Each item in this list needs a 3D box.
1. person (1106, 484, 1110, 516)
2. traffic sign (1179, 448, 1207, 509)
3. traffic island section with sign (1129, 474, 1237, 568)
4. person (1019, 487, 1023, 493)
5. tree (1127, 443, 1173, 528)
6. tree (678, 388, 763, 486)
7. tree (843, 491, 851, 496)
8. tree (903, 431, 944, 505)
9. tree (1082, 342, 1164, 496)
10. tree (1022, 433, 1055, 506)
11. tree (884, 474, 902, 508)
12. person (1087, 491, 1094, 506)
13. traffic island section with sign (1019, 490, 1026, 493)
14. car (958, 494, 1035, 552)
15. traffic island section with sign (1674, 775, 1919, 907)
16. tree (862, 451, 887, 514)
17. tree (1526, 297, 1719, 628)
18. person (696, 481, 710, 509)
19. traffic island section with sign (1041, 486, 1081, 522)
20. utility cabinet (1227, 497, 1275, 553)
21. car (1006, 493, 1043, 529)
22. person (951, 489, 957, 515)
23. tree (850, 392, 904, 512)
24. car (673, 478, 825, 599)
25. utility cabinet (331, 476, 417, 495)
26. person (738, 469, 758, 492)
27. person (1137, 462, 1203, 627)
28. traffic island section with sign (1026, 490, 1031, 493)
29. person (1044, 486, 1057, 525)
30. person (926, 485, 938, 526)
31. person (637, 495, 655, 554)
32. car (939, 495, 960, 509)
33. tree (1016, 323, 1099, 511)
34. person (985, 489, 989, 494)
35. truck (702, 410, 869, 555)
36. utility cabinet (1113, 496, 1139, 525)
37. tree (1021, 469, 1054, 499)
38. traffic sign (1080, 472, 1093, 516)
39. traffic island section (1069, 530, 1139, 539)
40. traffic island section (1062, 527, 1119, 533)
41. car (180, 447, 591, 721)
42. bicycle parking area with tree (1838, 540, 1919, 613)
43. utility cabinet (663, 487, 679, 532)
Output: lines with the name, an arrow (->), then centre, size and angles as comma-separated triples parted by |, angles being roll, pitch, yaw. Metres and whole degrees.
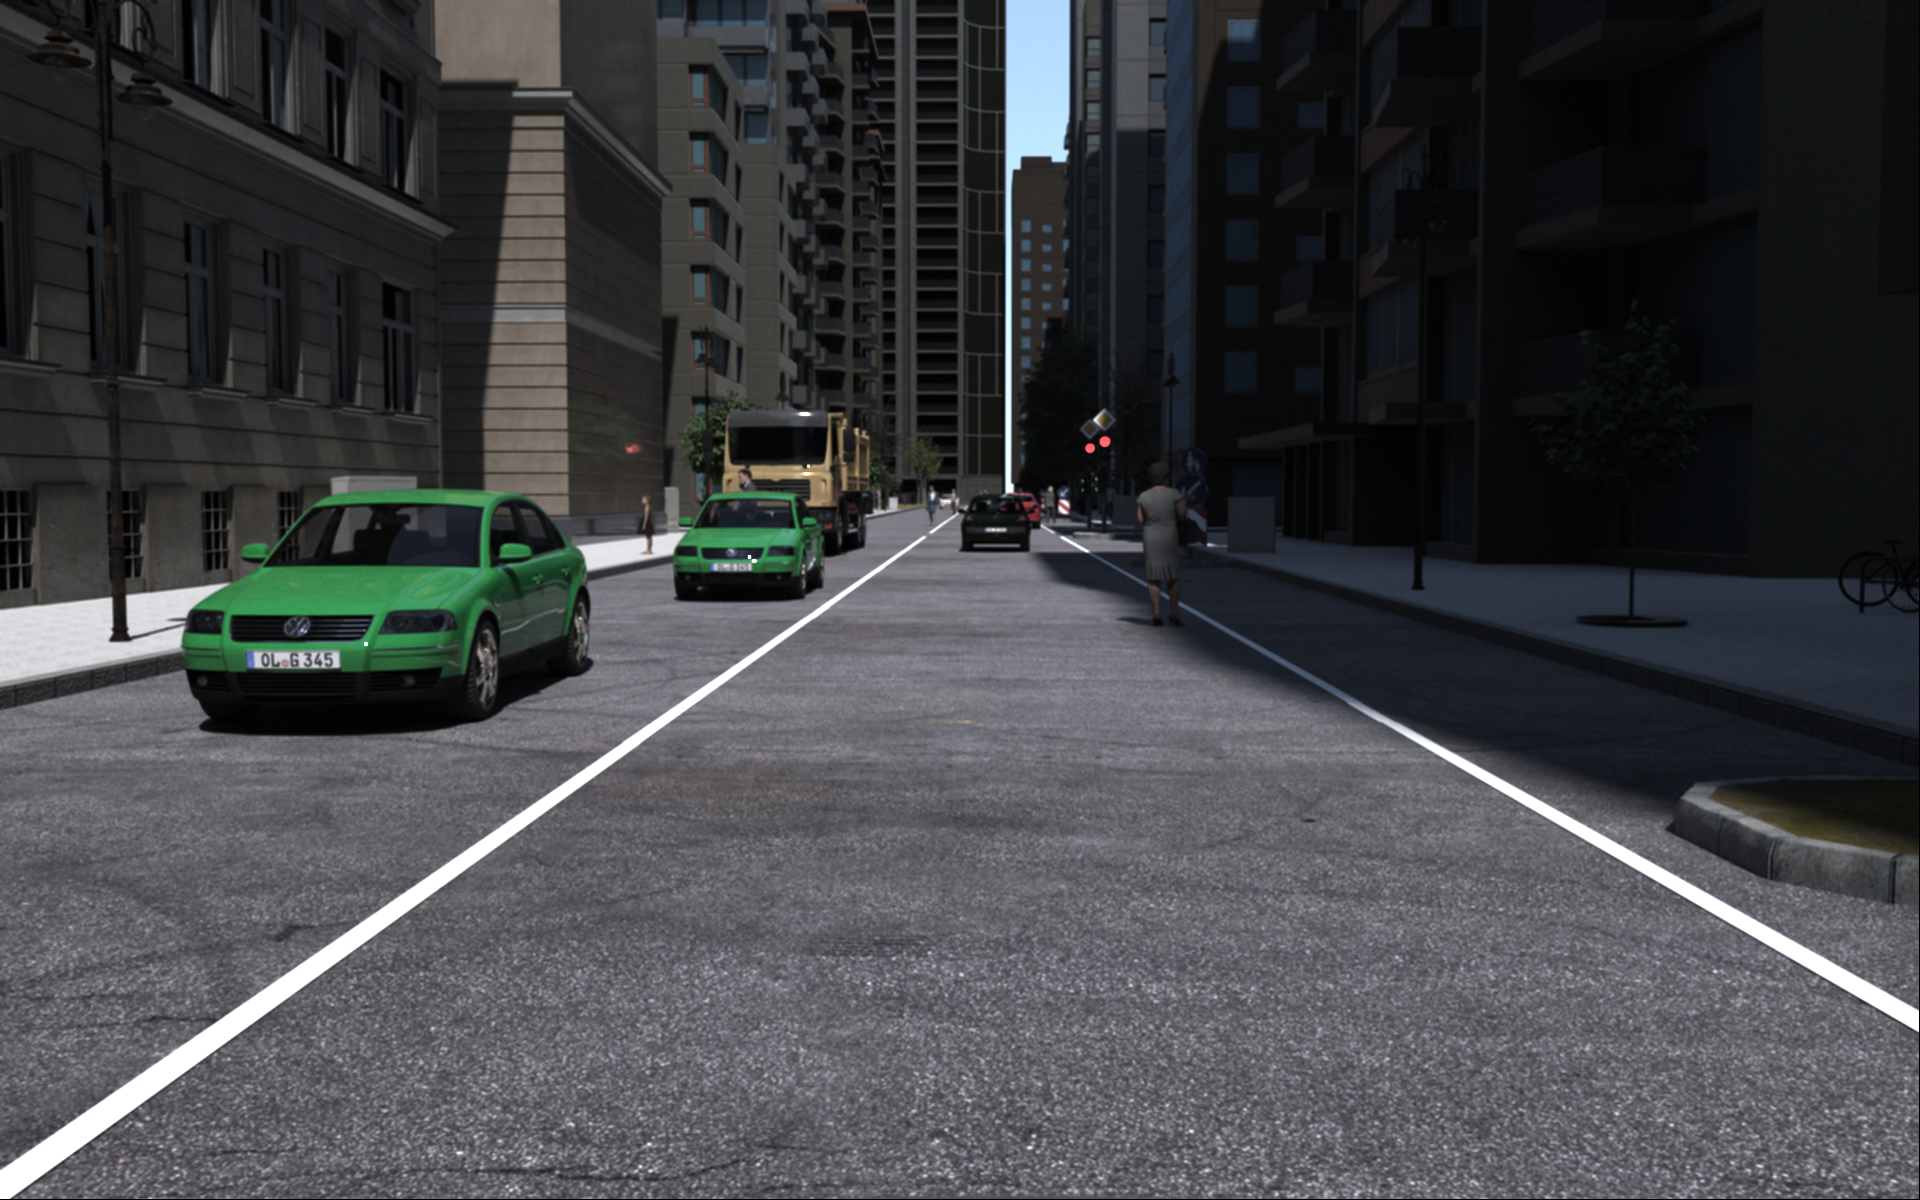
person -> 8.149, -5.477, 95.619 | 0.654, 1.822, 0.581 | -1, 4, -16
traffic sign -> 6.436, -2.920, 47.843 | 0.768, 2.556, 0.104 | 0, 4, 2
traffic island section with sign -> 4.410, -1.588, 34.584 | 1.989, 1.847, 2.006 | 0, 4, 1
person -> 3.577, -5.654, 100.922 | 0.713, 1.824, 0.794 | 2, 4, 29
tree -> 7.242, -4.344, 65.629 | 1.663, 3.219, 1.824 | 0, 3, 0
tree -> -7.047, -4.278, 53.664 | 4.285, 4.588, 4.351 | 0, 3, 0
tree -> -9.195, -8.674, 136.415 | 1.663, 3.219, 1.824 | 0, 3, 0
tree -> -4.496, -15.100, 197.241 | 4.737, 8.622, 4.395 | 0, 3, 0
tree -> 8.462, -8.191, 84.277 | 4.360, 8.622, 3.978 | 0, 3, 0
tree -> 8.626, -14.432, 186.330 | 4.737, 8.622, 4.395 | 0, 3, 0
tree -> -6.292, -10.429, 165.123 | 1.663, 3.219, 1.824 | 0, 3, 0
person -> 9.739, -7.667, 131.389 | 0.794, 1.824, 0.713 | -2, 4, -30
traffic island section with sign -> 6.747, -11.319, 193.686 | 1.989, 1.847, 2.006 | 0, 4, 1
car -> 0.933, -2.116, 44.380 | 2.009, 1.686, 4.222 | 0, 4, 2
traffic island section with sign -> 4.002, 0.111, 6.813 | 1.989, 1.847, 2.006 | 0, 4, 1
tree -> -6.396, -7.943, 113.587 | 4.285, 4.588, 4.351 | 0, 3, 0
tree -> 6.698, -1.380, 17.162 | 1.663, 3.219, 1.824 | 0, 3, 0
person -> -9.652, -3.653, 65.747 | 0.713, 1.824, 0.794 | 0, 4, 1
traffic island section with sign -> 5.219, -4.929, 89.209 | 1.989, 1.847, 2.006 | 0, 4, 1
utility cabinet -> 6.367, -1.632, 37.853 | 1.020, 1.237, 0.306 | 1, 4, 8
car -> 2.419, -3.892, 72.670 | 2.155, 1.783, 4.494 | 0, 4, 0
person -> -0.385, -6.842, 120.860 | 0.515, 1.767, 0.782 | 1, 4, 13
tree -> -5.799, -10.540, 122.697 | 4.360, 8.622, 3.978 | 0, 3, 0
car -> -2.987, -0.993, 25.036 | 1.959, 1.807, 4.718 | 0, 4, 0
utility cabinet -> -7.241, -0.781, 21.448 | 0.318, 1.500, 1.173 | 2, 4, 24
person -> -3.530, -1.234, 28.475 | 0.447, 1.846, 0.655 | -1, 4, -9
person -> 2.292, -0.609, 18.808 | 0.716, 1.782, 0.532 | 1, 4, 20
traffic island section with sign -> 5.609, -6.577, 116.162 | 1.989, 1.847, 2.006 | 0, 4, 1
person -> 4.183, -4.396, 80.558 | 0.537, 1.800, 0.526 | 2, 4, 27
person -> -1.238, -4.270, 78.338 | 0.581, 1.822, 0.654 | 1, 4, 16
person -> -6.686, -1.598, 36.843 | 0.373, 1.253, 0.362 | 0, 4, -2
car -> -1.049, -9.602, 169.350 | 2.083, 1.381, 4.827 | 0, 4, 1
tree -> 8.428, -13.710, 130.819 | 9.857, 13.997, 8.962 | 0, 3, 0
person -> 1.998, -7.782, 135.830 | 0.767, 1.812, 0.694 | -1, 4, -22
truck -> -3.951, -2.866, 42.781 | 3.469, 3.379, 9.791 | 0, 4, 2
utility cabinet -> 6.874, -3.703, 71.706 | 1.020, 1.237, 0.306 | 1, 4, 10
tree -> 10.016, -14.221, 216.233 | 4.285, 4.588, 4.351 | 0, 3, 0
traffic sign -> 7.296, -6.116, 100.107 | 0.768, 2.556, 0.104 | 1, 4, 10
traffic island section -> 4.728, -2.101, 56.629 | 2.009, 0.180, 2.903 | 0, 4, 1
traffic island section -> 4.845, -2.589, 64.613 | 2.009, 0.180, 2.903 | 0, 4, 1
car -> -3.871, -0.216, 12.330 | 1.959, 1.807, 4.718 | 0, 4, 0
bicycle parking area with tree -> 14.275, -1.929, 18.542 | 8.231, 4.147, 9.016 | -2, 4, -26
utility cabinet -> -9.921, -2.985, 57.478 | 1.173, 1.500, 0.318 | -2, 4, -34
